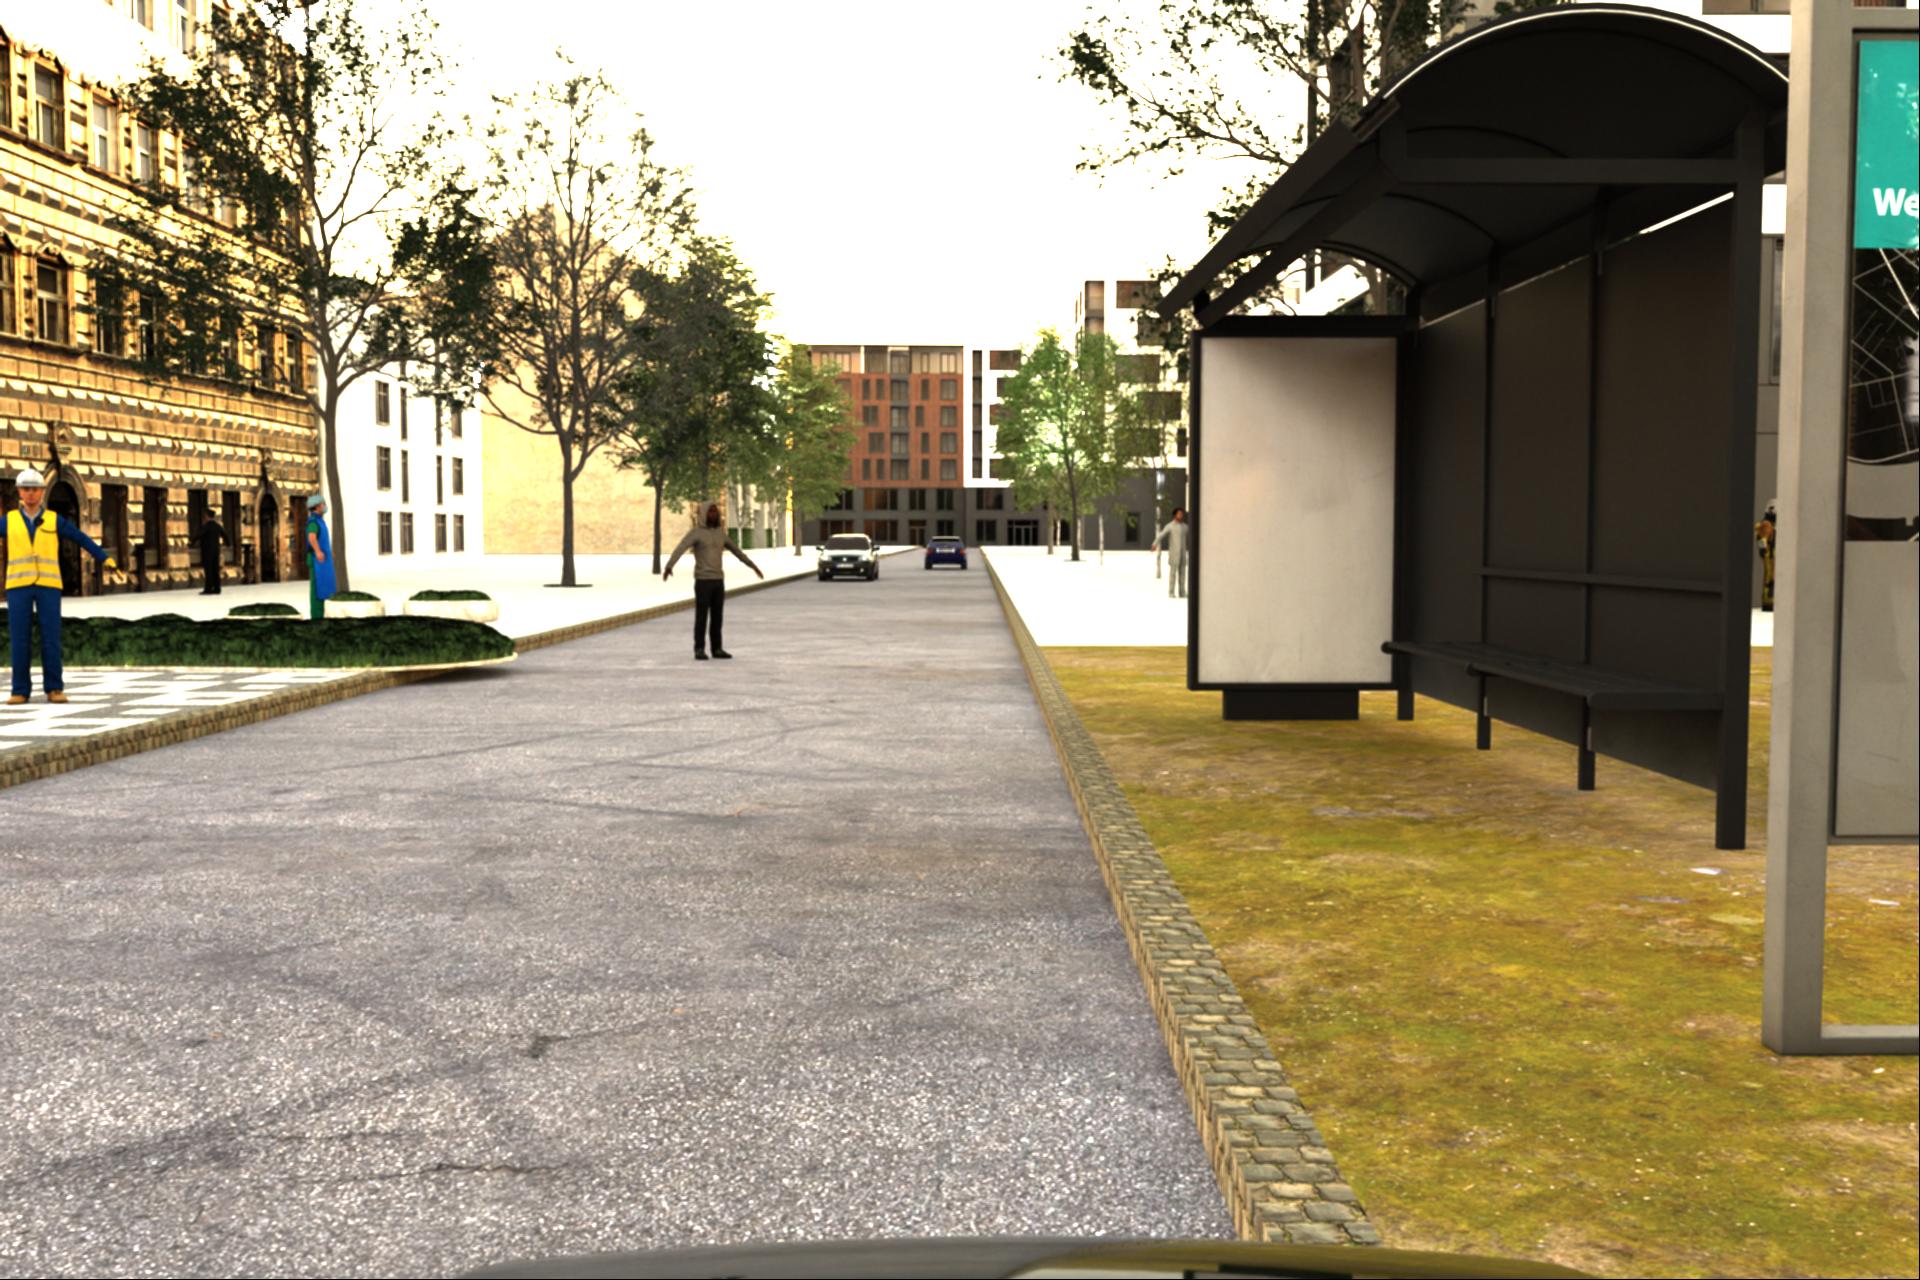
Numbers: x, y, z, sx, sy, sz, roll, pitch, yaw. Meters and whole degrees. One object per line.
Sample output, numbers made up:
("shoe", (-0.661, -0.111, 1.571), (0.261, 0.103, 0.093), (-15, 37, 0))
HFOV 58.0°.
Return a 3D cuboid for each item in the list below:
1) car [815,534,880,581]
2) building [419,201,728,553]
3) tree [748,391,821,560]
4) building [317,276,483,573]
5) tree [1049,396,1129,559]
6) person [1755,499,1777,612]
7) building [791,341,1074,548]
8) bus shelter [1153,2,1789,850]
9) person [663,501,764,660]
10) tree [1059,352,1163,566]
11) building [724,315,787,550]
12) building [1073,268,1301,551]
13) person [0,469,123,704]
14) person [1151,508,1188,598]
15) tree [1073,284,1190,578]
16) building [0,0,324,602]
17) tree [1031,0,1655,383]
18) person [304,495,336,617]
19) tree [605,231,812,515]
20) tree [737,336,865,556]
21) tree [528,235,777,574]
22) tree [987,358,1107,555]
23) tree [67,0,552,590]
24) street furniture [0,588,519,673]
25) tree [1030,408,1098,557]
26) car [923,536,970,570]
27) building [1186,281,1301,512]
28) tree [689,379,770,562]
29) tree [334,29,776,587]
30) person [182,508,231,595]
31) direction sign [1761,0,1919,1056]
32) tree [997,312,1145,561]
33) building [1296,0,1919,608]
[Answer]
("car", (-3.462, -2.707, 54.045), (2.009, 1.686, 4.222), (0, 3, 0))
("building", (-27.145, -17.897, 123.550), (19.493, 23.208, 18.063), (0, 4, 0))
("tree", (-9.314, -8.311, 86.246), (4.360, 8.622, 3.978), (0, 3, 0))
("building", (-24.102, -7.852, 70.533), (9.099, 9.664, 28.070), (0, 4, 0))
("tree", (5.942, -8.496, 89.267), (4.360, 8.622, 3.978), (0, 3, 0))
("person", (13.474, -1.399, 28.643), (1.354, 1.858, 0.705), (-3, 5, -43))
("building", (-2.314, -21.371, 195.843), (32.646, 21.610, 27.936), (0, 4, -3))
("bus shelter", (2.392, -0.946, 9.388), (2.014, 3.302, 5.546), (0, 4, -1))
("person", (-2.860, -0.690, 19.865), (1.348, 1.813, 0.705), (-3, 5, -42))
("tree", (5.916, -7.325, 70.131), (4.737, 8.622, 4.395), (0, 3, 0))
("building", (-25.651, -17.549, 153.385), (16.747, 18.905, 31.486), (0, 4, 1))
("building", (23.587, -18.701, 149.733), (27.936, 21.610, 32.646), (0, 4, 0))
("person", (-7.000, -0.405, 13.090), (1.216, 1.772, 0.721), (-2, 4, -26))
("person", (4.412, -1.760, 34.968), (1.347, 1.806, 0.705), (-2, 4, -23))
("tree", (5.985, -6.104, 50.160), (4.360, 8.622, 3.978), (0, 3, 0))
("building", (-27.099, -12.727, 39.019), (19.493, 23.208, 18.063), (0, 4, -1))
("tree", (5.391, -5.316, 21.331), (8.767, 10.594, 7.601), (-3, 4, -39))
("person", (-8.762, -1.078, 23.744), (0.704, 1.817, 1.347), (-1, 4, -14))
("tree", (-9.445, -8.988, 65.085), (7.486, 12.596, 7.792), (0, 3, 0))
("tree", (-9.386, -11.136, 100.208), (7.486, 12.596, 7.792), (0, 3, 0))
("tree", (-9.791, -7.376, 55.008), (8.767, 10.594, 7.601), (0, 4, 3))
("tree", (5.180, -11.532, 106.679), (7.486, 12.596, 7.792), (0, 3, 0))
("tree", (-10.192, -5.683, 27.327), (7.601, 10.594, 8.767), (-2, 4, -27))
("street furniture", (-9.622, -0.146, 18.013), (10.072, 0.657, 5.734), (0, 4, -5))
("tree", (5.408, -9.054, 98.394), (4.360, 8.622, 3.978), (0, 3, 0))
("car", (-0.563, -3.589, 71.263), (1.945, 1.354, 3.894), (0, 4, 0))
("building", (22.304, -16.758, 130.407), (16.016, 20.090, 11.380), (0, 4, 0))
("tree", (-9.790, -7.829, 78.371), (4.360, 8.622, 3.978), (0, 3, 0))
("tree", (-9.489, -8.049, 41.970), (12.009, 13.543, 11.850), (0, 3, 0))
("person", (-15.923, -1.886, 36.764), (0.705, 1.837, 1.347), (1, 4, 19))
("direction sign", (2.076, -0.909, 3.628), (2.525, 3.948, 1.411), (0, 4, -1))
("tree", (5.315, -9.546, 81.838), (9.928, 11.665, 9.643), (0, 3, 0))
("building", (22.471, -12.325, 45.493), (27.936, 21.610, 32.646), (0, 3, 0))
